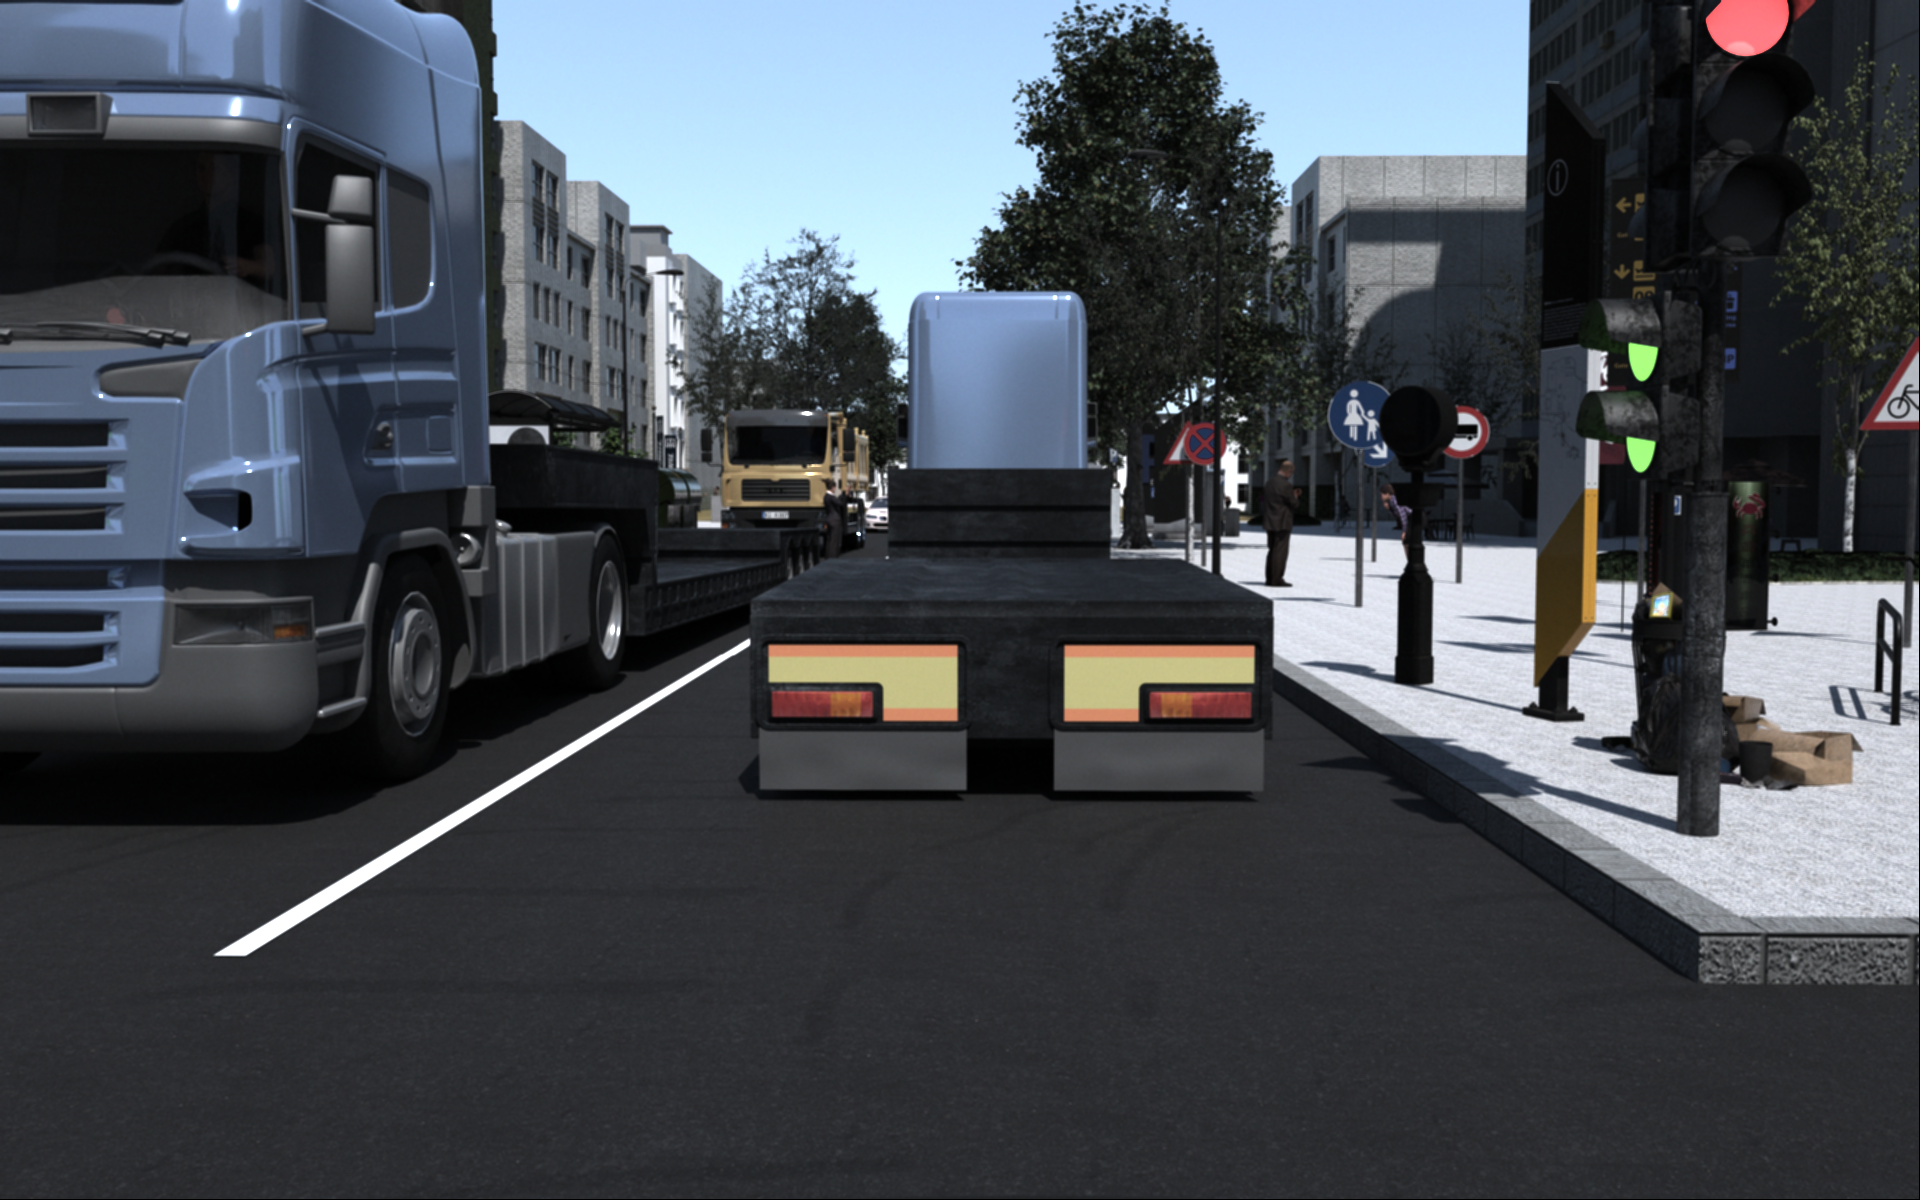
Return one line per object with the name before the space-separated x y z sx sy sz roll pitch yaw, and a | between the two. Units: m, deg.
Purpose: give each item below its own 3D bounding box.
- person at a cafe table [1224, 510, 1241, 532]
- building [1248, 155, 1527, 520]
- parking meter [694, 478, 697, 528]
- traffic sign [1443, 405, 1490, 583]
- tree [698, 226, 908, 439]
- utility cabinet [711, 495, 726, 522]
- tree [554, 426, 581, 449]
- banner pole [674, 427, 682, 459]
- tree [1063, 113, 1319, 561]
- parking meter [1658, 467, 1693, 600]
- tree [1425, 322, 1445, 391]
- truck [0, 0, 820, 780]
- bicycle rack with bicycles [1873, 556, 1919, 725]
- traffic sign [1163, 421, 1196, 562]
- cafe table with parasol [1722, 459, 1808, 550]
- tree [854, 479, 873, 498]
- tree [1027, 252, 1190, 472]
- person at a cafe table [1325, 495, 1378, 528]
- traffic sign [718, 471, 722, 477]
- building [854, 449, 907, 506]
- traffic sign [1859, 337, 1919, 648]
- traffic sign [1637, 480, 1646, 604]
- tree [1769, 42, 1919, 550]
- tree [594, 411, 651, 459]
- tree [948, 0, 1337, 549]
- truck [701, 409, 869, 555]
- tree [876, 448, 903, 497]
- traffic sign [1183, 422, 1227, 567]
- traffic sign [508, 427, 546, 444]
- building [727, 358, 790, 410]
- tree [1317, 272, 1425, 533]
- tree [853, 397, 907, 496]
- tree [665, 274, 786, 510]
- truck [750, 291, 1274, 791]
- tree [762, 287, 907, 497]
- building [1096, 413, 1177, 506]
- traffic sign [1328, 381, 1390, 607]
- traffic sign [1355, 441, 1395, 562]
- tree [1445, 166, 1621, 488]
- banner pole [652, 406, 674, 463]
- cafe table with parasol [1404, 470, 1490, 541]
person at a cafe table | 8.385 -2.954 59.153 1.698 1.238 1.726 -3 5 -44
building | 27.267 -14.227 99.074 16.747 18.905 31.486 0 4 1
parking meter | -9.747 -3.506 63.033 0.255 1.863 0.399 -2 4 -30
traffic sign | 7.171 -1.512 24.826 0.768 2.556 0.104 1 4 10
tree | -6.931 -10.291 78.620 12.009 13.543 11.850 0 3 0
utility cabinet | -10.773 -4.110 78.360 1.020 1.237 0.306 2 4 30
tree | -17.316 -5.382 71.704 4.285 4.588 4.351 0 3 0
banner pole | -10.672 -4.576 64.837 0.863 3.779 0.401 -2 4 -30
tree | 4.157 -5.045 32.848 4.360 8.622 3.978 0 3 0
parking meter | 6.137 -0.385 14.700 0.372 1.533 0.369 0 3 0
tree | 21.261 -7.481 72.676 4.360 8.622 3.978 0 3 0
truck | -3.623 -1.585 15.675 2.967 4.110 18.799 0 4 2
bicycle rack with bicycles | 6.559 0.200 10.106 2.852 0.926 2.925 2 4 26
traffic sign | 4.042 -1.882 30.770 0.884 2.594 0.081 0 4 3
cafe table with parasol | 15.321 -1.753 33.531 2.610 1.966 2.610 -1 4 -10
tree | -6.587 -7.290 113.796 1.663 3.219 1.824 0 3 0
tree | 5.371 -10.231 73.928 9.857 13.997 8.962 0 3 0
person at a cafe table | 14.676 -3.347 65.588 1.698 1.238 1.726 3 4 37
traffic sign | -7.123 -3.305 54.045 0.884 2.594 0.081 1 4 10
building | -4.155 -14.818 184.415 28.070 9.664 9.099 0 4 1
traffic sign | 7.912 -0.880 14.397 0.884 2.594 0.081 0 4 6
traffic sign | 7.627 -1.183 19.348 0.884 2.594 0.081 0 4 7
tree | 15.346 -4.823 29.220 4.737 8.622 4.395 0 3 0
tree | -8.042 -2.802 40.420 1.663 3.219 1.824 0 3 0
tree | 3.986 -7.539 40.275 9.611 12.733 9.660 0 3 0
truck | -3.939 -2.845 42.441 3.469 3.379 9.791 0 4 2
tree | -6.137 -11.266 134.565 4.360 8.622 3.978 0 3 0
traffic sign | 4.318 -1.865 30.606 0.768 2.556 0.104 0 4 2
traffic sign | -8.266 -2.014 33.036 0.768 2.556 0.104 0 4 6
building | -34.540 -19.675 188.149 31.486 18.905 16.747 0 4 1
tree | 12.578 -6.531 57.142 4.360 8.622 3.978 0 3 0
tree | -6.437 -12.750 142.870 8.767 10.594 7.601 -3 5 -44
tree | -7.758 -6.571 57.798 4.360 8.622 3.978 0 3 0
truck | 0.398 -1.682 17.265 2.967 4.110 18.799 0 4 1
tree | -6.455 -10.957 96.160 9.611 12.733 9.660 0 3 0
building | 25.053 -14.801 184.137 28.070 9.664 9.099 0 4 1
traffic sign | 4.527 -1.192 19.587 0.768 2.556 0.104 0 4 3
traffic sign | 7.822 -1.991 32.655 0.768 2.556 0.104 0 4 8
tree | 13.873 -5.451 39.488 4.360 8.622 3.978 0 3 0
banner pole | -8.544 -3.607 48.988 0.401 3.779 0.863 -2 4 -34
cafe table with parasol | 13.467 -2.659 48.342 2.610 1.966 2.610 0 4 8
